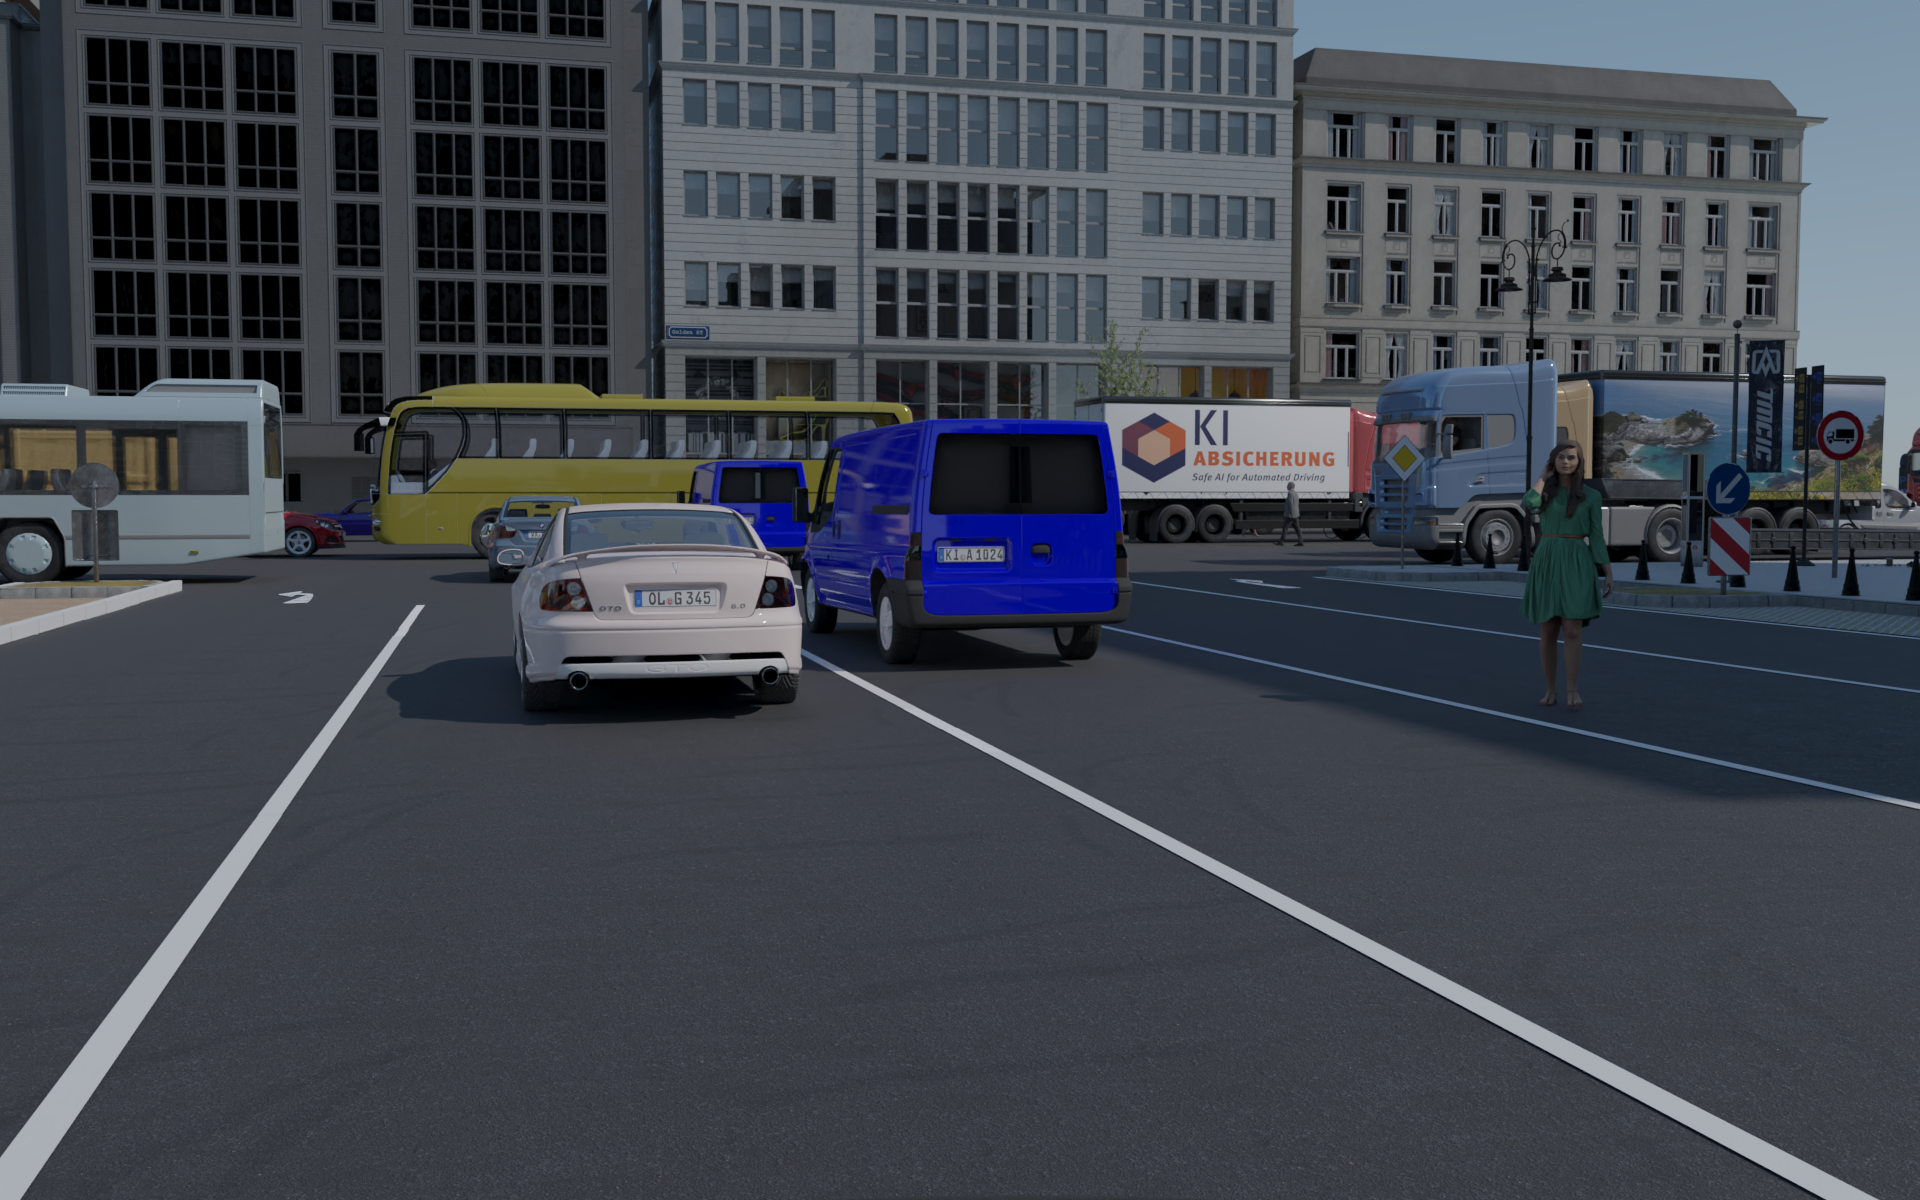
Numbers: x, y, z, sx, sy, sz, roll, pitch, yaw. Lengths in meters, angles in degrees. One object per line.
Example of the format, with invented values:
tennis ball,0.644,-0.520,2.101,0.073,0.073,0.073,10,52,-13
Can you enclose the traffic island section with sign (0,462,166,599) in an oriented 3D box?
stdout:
traffic island section with sign,-12.404,-1.004,24.557,2.006,1.907,1.989,-1,4,-15

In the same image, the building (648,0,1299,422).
building,0.101,-18.713,83.456,29.804,29.767,11.434,-1,4,-15

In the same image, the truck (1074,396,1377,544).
truck,9.114,-3.862,52.049,11.283,4.237,2.839,-1,4,-16

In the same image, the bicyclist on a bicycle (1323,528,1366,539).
bicyclist on a bicycle,12.393,-2.782,55.507,1.625,1.676,1.499,-1,4,-13

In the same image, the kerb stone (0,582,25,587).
kerb stone,-13.501,-0.149,24.637,0.120,0.150,1.000,-1,4,-15

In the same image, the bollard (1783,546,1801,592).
bollard,10.983,-0.416,22.843,0.229,0.601,0.229,0,3,0

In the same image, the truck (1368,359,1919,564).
truck,17.101,-2.885,36.932,18.799,4.110,2.967,-1,4,-15

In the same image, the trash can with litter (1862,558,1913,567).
trash can with litter,17.139,-1.193,30.561,2.233,1.210,1.678,1,4,19

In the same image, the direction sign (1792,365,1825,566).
direction sign,15.076,-2.376,30.843,0.379,3.537,0.876,0,4,-5

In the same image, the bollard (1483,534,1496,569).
bollard,9.128,-0.844,29.840,0.229,0.601,0.229,0,3,0

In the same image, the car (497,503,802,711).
car,-2.383,-0.038,12.988,2.083,1.381,4.827,-1,4,-15

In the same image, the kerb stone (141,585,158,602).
kerb stone,-10.960,-0.063,23.232,0.120,0.150,1.000,-1,4,-15

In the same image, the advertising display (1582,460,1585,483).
advertising display,10.657,-1.537,30.351,0.123,1.923,0.974,0,4,-5

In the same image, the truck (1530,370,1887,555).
truck,16.253,-3.173,40.795,11.283,4.237,2.839,-1,4,-16

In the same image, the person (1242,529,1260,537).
person,9.759,-3.020,58.105,0.641,1.798,0.478,1,4,23

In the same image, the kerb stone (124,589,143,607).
kerb stone,-10.697,-0.003,22.238,0.120,0.150,1.000,-1,4,-15

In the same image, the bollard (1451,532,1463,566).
bollard,8.858,-0.905,30.837,0.229,0.601,0.229,0,3,0

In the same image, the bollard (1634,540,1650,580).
bollard,10.188,-0.599,25.837,0.229,0.601,0.229,0,3,0

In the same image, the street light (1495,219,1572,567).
street light,9.692,-3.465,29.438,0.468,5.910,1.993,-1,4,-15

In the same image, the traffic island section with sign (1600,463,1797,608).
traffic island section with sign,9.410,-0.855,22.609,1.989,1.847,2.006,-1,4,-15

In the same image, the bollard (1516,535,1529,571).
bollard,9.389,-0.783,28.836,0.229,0.601,0.229,0,3,0

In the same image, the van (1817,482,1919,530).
van,24.795,-2.460,47.235,4.112,2.044,2.013,-1,4,-13

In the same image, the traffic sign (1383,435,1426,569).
traffic sign,7.546,-1.582,29.504,0.795,2.450,0.064,-1,4,-15

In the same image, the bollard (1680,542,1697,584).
bollard,10.454,-0.538,24.845,0.229,0.601,0.229,0,3,0

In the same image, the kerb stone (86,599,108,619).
kerb stone,-10.163,0.121,20.243,0.120,0.150,1.000,-1,4,-15

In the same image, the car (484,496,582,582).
car,-7.174,-1.089,29.809,2.014,1.417,4.499,-1,4,-13

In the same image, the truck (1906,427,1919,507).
truck,36.241,-4.187,57.371,11.283,4.237,2.839,-1,4,-15

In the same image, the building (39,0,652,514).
building,-26.296,-17.349,77.169,24.014,27.812,14.314,-1,4,-15

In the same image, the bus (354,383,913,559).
bus,-7.296,-2.946,39.712,12.252,3.916,2.896,-1,4,-14

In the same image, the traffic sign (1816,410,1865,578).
traffic sign,13.407,-1.613,26.474,0.768,2.556,0.104,0,4,-5

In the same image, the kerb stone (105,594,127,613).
kerb stone,-10.425,0.058,21.247,0.120,0.150,1.000,-1,4,-15

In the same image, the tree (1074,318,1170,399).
tree,6.806,-7.442,72.034,4.737,8.622,4.395,0,3,0

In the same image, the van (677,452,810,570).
van,-4.256,-1.804,33.882,2.240,2.365,5.245,-1,4,-15

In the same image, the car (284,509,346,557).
car,-16.461,-1.875,39.693,4.494,1.783,2.155,-1,4,-15

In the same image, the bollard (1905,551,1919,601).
bollard,11.511,-0.294,20.853,0.229,0.601,0.229,0,3,0

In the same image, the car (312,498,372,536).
car,-18.002,-2.448,52.612,3.894,1.354,1.945,-1,4,-14

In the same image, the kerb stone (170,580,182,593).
kerb stone,-11.487,-0.185,25.228,0.120,0.150,1.000,-1,4,-15

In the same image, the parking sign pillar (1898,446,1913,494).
parking sign pillar,44.819,-5.704,81.724,1.447,3.967,1.447,-2,4,-35

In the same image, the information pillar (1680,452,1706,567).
information pillar,12.966,-1.599,30.638,0.304,2.012,0.304,0,4,3

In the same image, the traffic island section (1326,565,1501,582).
traffic island section,7.567,-0.447,29.587,2.009,0.180,2.903,-1,4,-15

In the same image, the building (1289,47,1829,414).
building,28.313,-15.948,94.033,30.059,22.955,16.112,-1,4,-15

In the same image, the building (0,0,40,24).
building,-75.861,-30.379,120.400,21.300,48.544,21.600,-1,4,-15

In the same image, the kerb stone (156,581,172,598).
kerb stone,-11.223,-0.124,24.231,0.120,0.150,1.000,-1,4,-15

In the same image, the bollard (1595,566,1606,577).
bollard,9.925,-0.660,26.829,0.229,0.601,0.229,0,3,0

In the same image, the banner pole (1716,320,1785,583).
banner pole,11.378,-2.133,24.889,0.863,3.779,0.401,1,4,21

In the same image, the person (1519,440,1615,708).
person,4.064,-0.176,11.632,0.600,1.795,0.529,1,4,13

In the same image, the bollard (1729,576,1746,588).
bollard,10.720,-0.478,23.853,0.229,0.601,0.229,0,3,0

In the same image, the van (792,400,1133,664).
van,-0.194,-0.736,16.415,2.240,2.365,5.245,-1,4,-16

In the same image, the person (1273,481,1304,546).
person,9.048,-2.370,47.651,0.834,1.777,0.661,1,4,21

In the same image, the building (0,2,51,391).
building,-52.809,-15.456,71.779,30.058,24.678,14.314,-1,4,-15

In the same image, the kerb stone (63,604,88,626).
kerb stone,-9.898,0.181,19.244,0.120,0.150,1.000,-1,4,-15

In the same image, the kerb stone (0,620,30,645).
kerb stone,-9.367,0.303,17.236,0.120,0.150,1.000,-1,4,-15

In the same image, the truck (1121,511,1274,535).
truck,8.305,-4.009,61.474,9.791,3.379,3.469,-1,4,-14

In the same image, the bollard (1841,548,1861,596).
bollard,11.248,-0.355,21.851,0.229,0.601,0.229,0,3,0

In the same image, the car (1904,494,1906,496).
car,38.334,-3.639,69.714,3.980,1.641,2.015,-1,4,-14

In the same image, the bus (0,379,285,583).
bus,-17.829,-1.977,27.185,13.247,3.499,2.948,-1,4,-15

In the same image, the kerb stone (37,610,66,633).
kerb stone,-9.632,0.242,18.238,0.120,0.150,1.000,-1,4,-15
